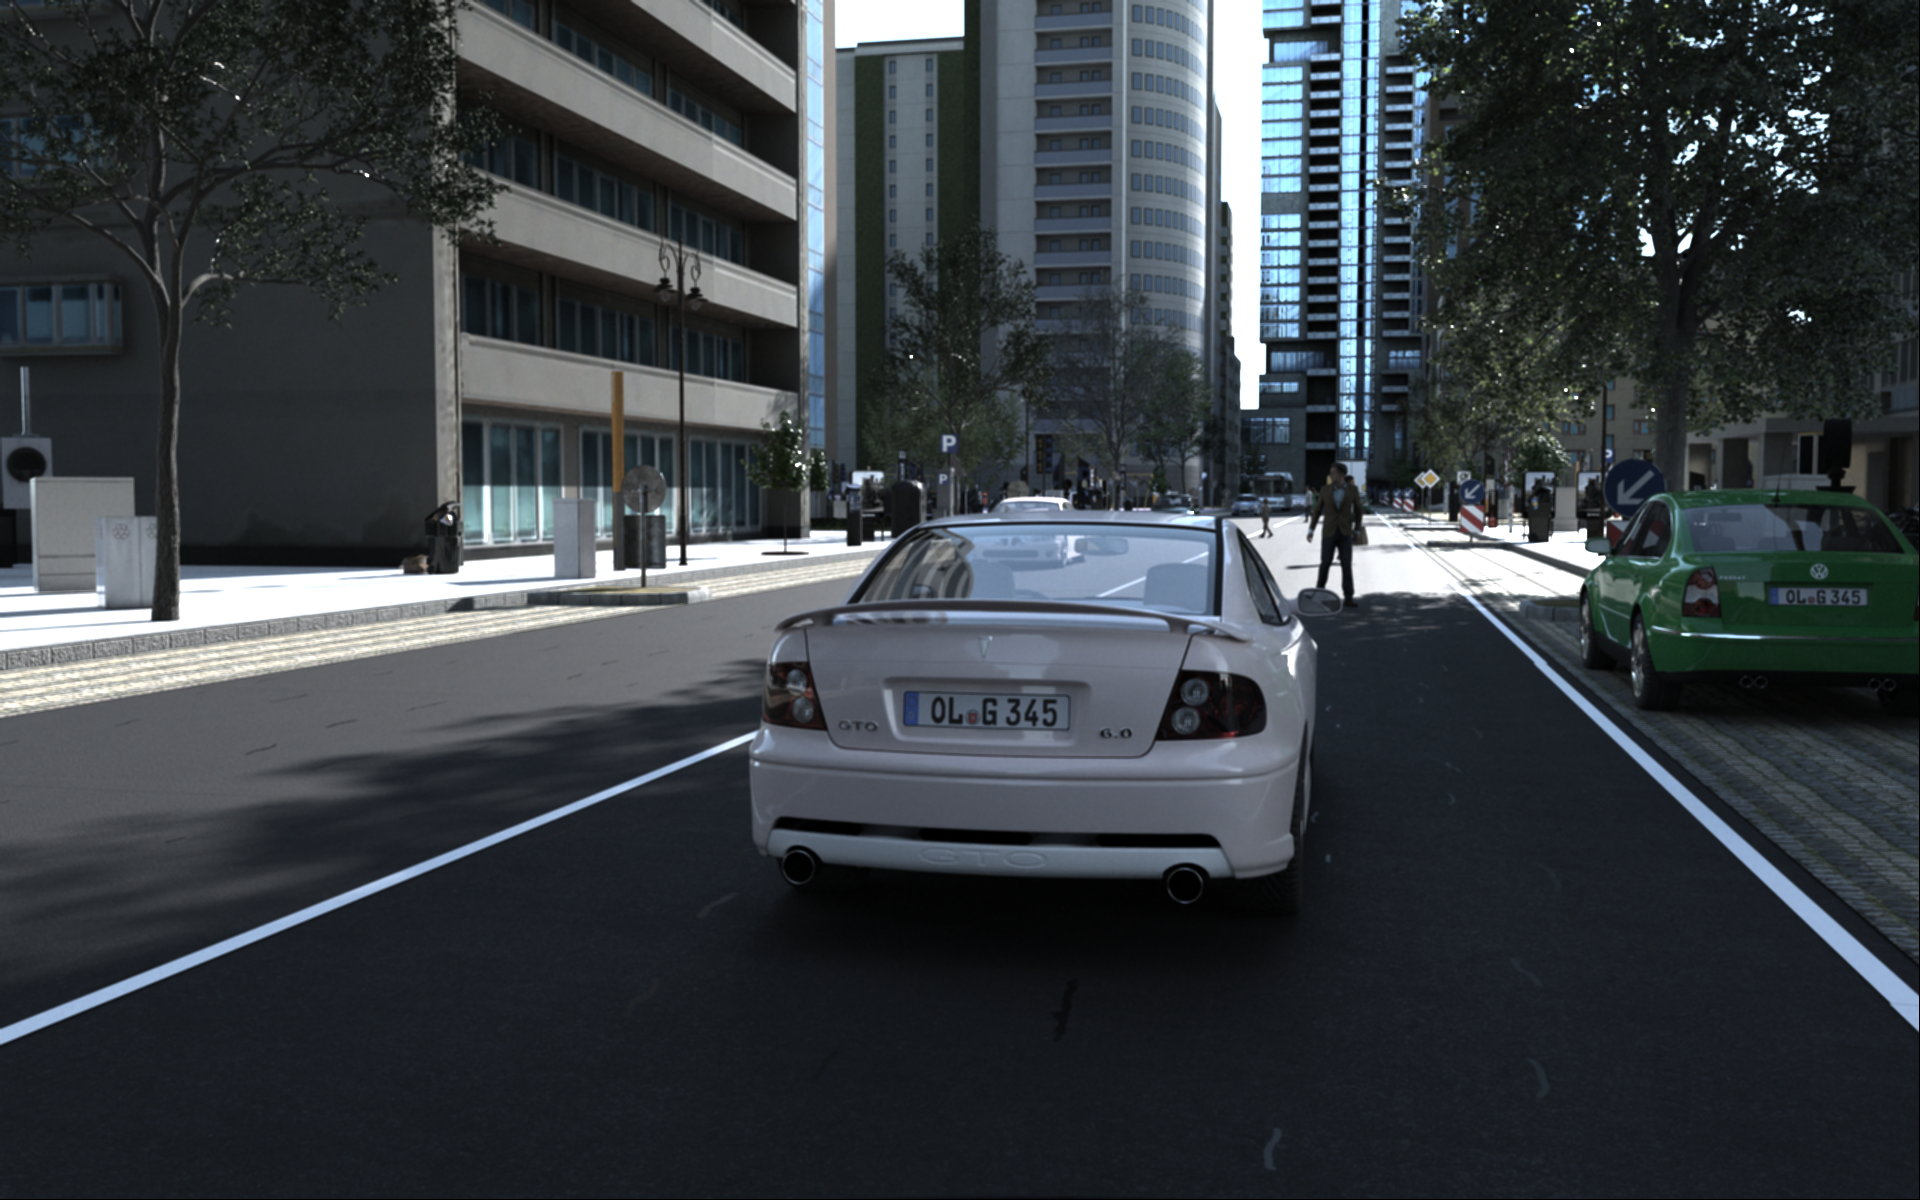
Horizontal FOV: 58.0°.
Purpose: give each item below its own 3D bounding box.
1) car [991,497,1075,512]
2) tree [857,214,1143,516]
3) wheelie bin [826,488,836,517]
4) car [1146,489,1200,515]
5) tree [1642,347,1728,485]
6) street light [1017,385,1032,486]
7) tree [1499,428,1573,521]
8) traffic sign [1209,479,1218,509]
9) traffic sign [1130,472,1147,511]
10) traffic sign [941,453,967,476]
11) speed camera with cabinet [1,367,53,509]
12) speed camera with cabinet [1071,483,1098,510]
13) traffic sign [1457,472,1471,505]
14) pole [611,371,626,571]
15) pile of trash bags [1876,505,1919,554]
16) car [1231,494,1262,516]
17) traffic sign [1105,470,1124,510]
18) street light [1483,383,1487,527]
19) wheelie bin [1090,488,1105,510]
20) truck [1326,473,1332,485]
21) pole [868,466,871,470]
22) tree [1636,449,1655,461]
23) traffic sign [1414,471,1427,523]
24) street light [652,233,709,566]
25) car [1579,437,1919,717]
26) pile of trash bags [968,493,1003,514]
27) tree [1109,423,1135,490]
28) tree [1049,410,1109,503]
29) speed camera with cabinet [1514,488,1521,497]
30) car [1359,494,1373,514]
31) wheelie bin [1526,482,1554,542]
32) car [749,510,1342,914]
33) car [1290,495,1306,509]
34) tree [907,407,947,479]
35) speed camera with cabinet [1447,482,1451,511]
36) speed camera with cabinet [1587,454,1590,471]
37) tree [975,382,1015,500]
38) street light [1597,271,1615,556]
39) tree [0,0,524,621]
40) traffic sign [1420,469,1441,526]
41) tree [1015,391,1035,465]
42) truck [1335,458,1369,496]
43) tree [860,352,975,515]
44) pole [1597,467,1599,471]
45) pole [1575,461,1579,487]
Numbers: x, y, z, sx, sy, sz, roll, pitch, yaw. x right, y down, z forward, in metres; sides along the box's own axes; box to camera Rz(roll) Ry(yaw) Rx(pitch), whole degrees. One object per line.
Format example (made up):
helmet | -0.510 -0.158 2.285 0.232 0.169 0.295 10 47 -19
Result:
car | 1.454 -1.398 35.216 2.083 1.381 4.827 1 4 12
tree | 0.113 -7.497 56.988 7.601 10.594 8.767 -3 4 -36
wheelie bin | -7.074 -5.210 93.097 0.693 1.594 0.980 -3 4 -36
car | 8.234 -3.474 66.580 2.009 1.686 4.222 1 4 13
tree | 35.470 -8.191 84.289 4.737 8.622 4.395 0 3 0
street light | 2.465 -5.547 63.477 0.468 5.910 1.993 1 4 13
tree | 27.812 -6.109 83.597 4.285 4.588 4.351 0 3 0
traffic sign | 21.574 -9.017 147.537 0.768 2.556 0.104 1 4 13
traffic sign | 8.135 -4.625 79.254 0.795 2.450 0.064 1 4 13
traffic sign | -0.237 -3.135 51.266 0.884 2.594 0.081 1 4 13
speed camera with cabinet | -15.080 -1.971 26.566 2.038 3.252 0.660 -2 4 -25
speed camera with cabinet | 9.499 -8.430 132.168 2.038 3.252 0.660 2 4 24
traffic sign | 22.543 -4.612 77.532 0.606 2.300 0.079 1 4 16
pole | -5.703 -2.145 28.907 0.158 3.312 0.155 0 3 0
pile of trash bags | 17.923 -1.277 30.625 3.447 1.369 1.912 1 4 20
car | 19.084 -6.311 115.193 2.014 1.417 4.499 1 4 14
traffic sign | 6.357 -4.148 71.469 0.795 2.450 0.064 1 4 13
street light | 20.577 -5.811 67.804 0.468 5.910 1.993 1 4 13
wheelie bin | 6.792 -4.751 85.587 0.693 1.594 0.980 1 4 8
truck | 35.682 -10.118 161.346 3.469 3.379 9.791 1 4 14
pole | -6.609 -8.092 126.146 0.158 3.312 0.155 0 3 0
tree | 48.016 -8.316 119.682 4.285 4.588 4.351 0 3 0
traffic sign | 20.410 -4.452 76.440 0.795 2.450 0.064 1 4 13
street light | -4.972 -3.557 30.952 0.468 5.910 1.993 1 4 13
car | 5.644 -0.231 12.572 1.959 1.807 4.718 1 4 13
pile of trash bags | 0.818 -5.369 97.538 3.447 1.369 1.912 1 4 20
tree | 12.610 -12.090 148.041 4.360 8.622 3.978 0 3 0
tree | 9.111 -11.680 141.338 4.360 8.622 3.978 0 3 0
speed camera with cabinet | 42.553 -8.275 129.632 2.038 3.252 0.660 2 4 32
car | 28.256 -6.812 123.172 2.131 1.459 4.920 1 4 14
wheelie bin | 15.426 -2.334 46.075 0.693 1.594 0.980 1 4 17
car | 0.572 0.301 7.433 2.083 1.381 4.827 1 4 12
car | 32.336 -9.341 165.093 2.083 1.381 4.827 1 4 13
tree | -1.881 -11.689 141.471 4.360 8.622 3.978 0 3 0
speed camera with cabinet | 37.427 -8.499 133.289 0.660 3.252 2.038 2 4 23
speed camera with cabinet | 31.204 -5.562 85.270 0.660 3.252 2.038 1 4 13
tree | 0.144 -9.470 105.194 4.737 8.622 4.395 0 3 0
street light | 13.268 -3.844 35.644 0.468 5.910 1.993 1 4 13
tree | -7.829 -5.083 17.521 8.767 10.594 7.601 3 5 41
traffic sign | 18.632 -3.976 68.655 0.795 2.450 0.064 1 4 13
tree | 2.908 -9.976 113.475 4.737 8.622 4.395 0 3 0
truck | 31.944 -9.318 141.266 2.839 4.237 11.283 1 4 13
tree | -2.518 -8.417 87.979 4.737 8.622 4.395 0 3 0
pole | 48.538 -8.438 131.804 0.158 3.312 0.155 0 3 0
pole | 38.403 -6.974 107.870 0.158 3.312 0.155 0 3 0
